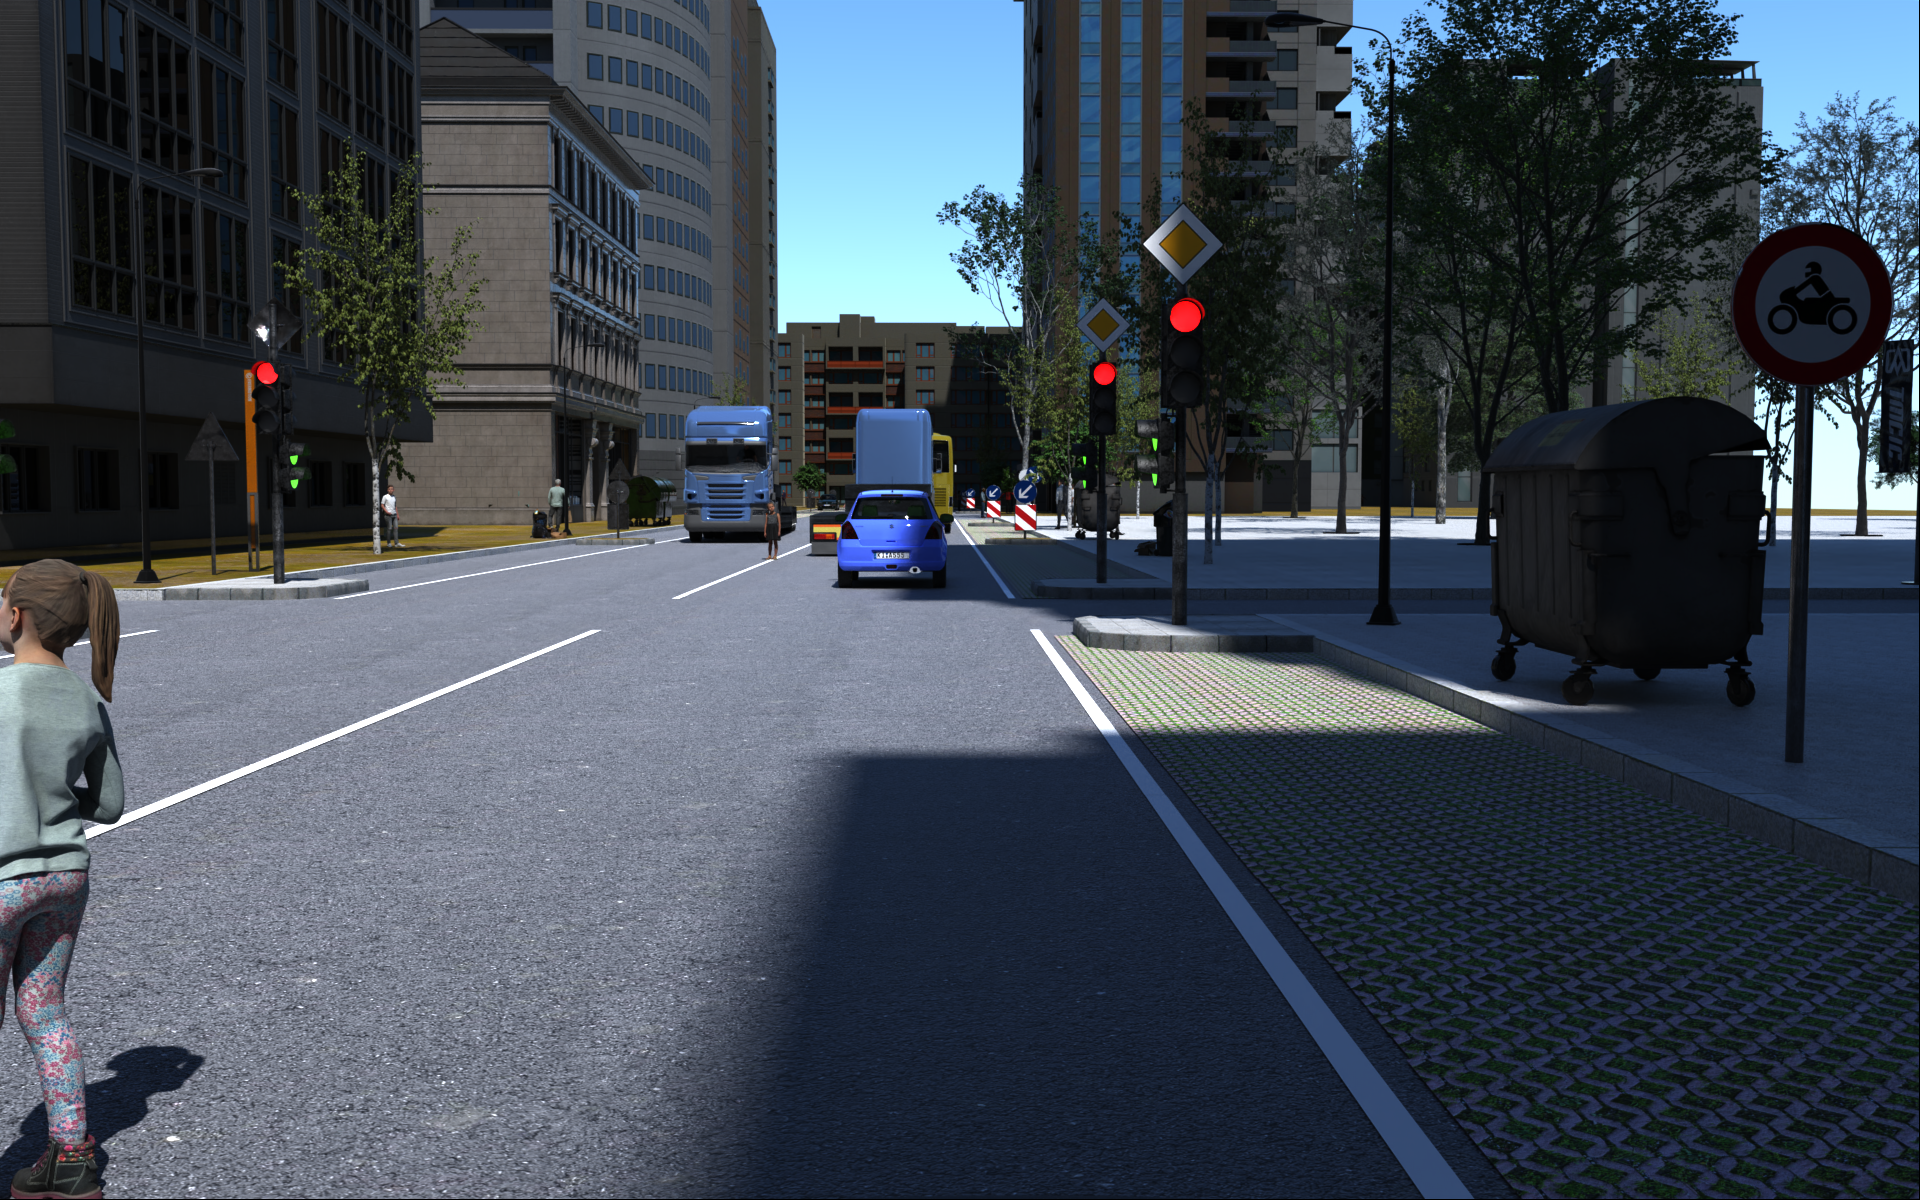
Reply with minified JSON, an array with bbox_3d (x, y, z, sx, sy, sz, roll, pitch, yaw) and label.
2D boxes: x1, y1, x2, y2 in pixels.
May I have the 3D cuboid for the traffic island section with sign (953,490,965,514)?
[{"bbox_3d":[0.661,-7.224,126.733,1.989,1.847,2.006,0,4,-1],"label":"traffic island section with sign"}]

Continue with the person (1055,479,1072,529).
[{"bbox_3d":[3.763,-3.467,62.821,0.679,1.850,0.850,-2,4,-34],"label":"person"}]

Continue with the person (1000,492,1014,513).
[{"bbox_3d":[3.267,-6.763,116.563,1.348,1.831,0.705,1,4,22],"label":"person"}]

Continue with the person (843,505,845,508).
[{"bbox_3d":[-4.743,-3.937,73.536,0.598,1.740,0.731,2,4,27],"label":"person"}]

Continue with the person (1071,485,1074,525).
[{"bbox_3d":[4.370,-3.843,69.447,0.524,1.755,0.480,-1,4,-9],"label":"person"}]

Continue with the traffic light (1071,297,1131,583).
[{"bbox_3d":[2.024,-2.199,24.874,0.839,4.253,0.868,0,4,-1],"label":"traffic light"}]

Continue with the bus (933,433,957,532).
[{"bbox_3d":[-1.535,-4.679,68.053,2.896,3.916,12.252,0,4,0],"label":"bus"}]

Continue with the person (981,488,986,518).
[{"bbox_3d":[1.405,-5.807,103.521,0.705,1.814,1.350,0,4,3],"label":"person"}]

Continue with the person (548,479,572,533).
[{"bbox_3d":[-13.071,-3.059,56.549,0.782,1.767,0.515,-1,4,-11],"label":"person"}]

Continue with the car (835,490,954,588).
[{"bbox_3d":[-1.060,-1.113,27.785,1.945,1.707,3.694,0,4,-1],"label":"car"}]

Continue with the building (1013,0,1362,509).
[{"bbox_3d":[19.802,-34.806,158.318,28.713,52.752,27.495,0,4,-1],"label":"building"}]

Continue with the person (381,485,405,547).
[{"bbox_3d":[-13.748,-2.036,41.919,0.523,1.515,0.503,0,4,-1],"label":"person"}]

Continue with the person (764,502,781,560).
[{"bbox_3d":[-4.073,-1.497,37.643,0.362,1.253,0.373,1,4,15],"label":"person"}]

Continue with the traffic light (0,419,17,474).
[{"bbox_3d":[-9.625,-1.700,16.711,0.839,4.253,0.868,0,4,-1],"label":"traffic light"}]

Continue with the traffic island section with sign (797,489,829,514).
[{"bbox_3d":[-10.859,-7.218,126.641,1.989,1.847,2.006,0,4,-1],"label":"traffic island section with sign"}]

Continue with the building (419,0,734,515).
[{"bbox_3d":[-27.116,-34.955,113.516,21.231,58.520,28.212,0,4,-1],"label":"building"}]

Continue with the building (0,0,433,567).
[{"bbox_3d":[-22.376,-15.014,38.983,14.314,27.812,24.014,0,4,-1],"label":"building"}]

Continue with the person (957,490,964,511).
[{"bbox_3d":[0.019,-8.233,143.828,0.721,1.735,1.217,1,4,23],"label":"person"}]

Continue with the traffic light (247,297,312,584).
[{"bbox_3d":[-9.735,-2.188,24.695,0.839,4.253,0.868,0,4,-1],"label":"traffic light"}]

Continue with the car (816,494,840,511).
[{"bbox_3d":[-11.382,-8.570,149.913,2.009,1.686,4.222,0,4,0],"label":"car"}]

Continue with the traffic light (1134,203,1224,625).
[{"bbox_3d":[2.135,-1.711,16.890,0.839,4.253,0.868,0,4,-1],"label":"traffic light"}]

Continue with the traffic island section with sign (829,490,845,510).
[{"bbox_3d":[-11.256,-8.897,154.097,1.989,1.847,2.006,0,4,-1],"label":"traffic island section with sign"}]

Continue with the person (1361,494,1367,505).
[{"bbox_3d":[42.397,-10.449,182.592,1.065,1.426,0.557,0,4,6],"label":"person"}]

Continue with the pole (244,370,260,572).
[{"bbox_3d":[-11.677,-2.124,28.564,0.158,3.312,0.155,0,3,0],"label":"pole"}]

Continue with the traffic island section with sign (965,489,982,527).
[{"bbox_3d":[1.354,-4.162,76.672,1.989,1.847,2.006,0,4,-1],"label":"traffic island section with sign"}]

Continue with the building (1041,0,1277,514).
[{"bbox_3d":[12.875,-28.560,117.064,14.600,45.320,14.200,0,4,-1],"label":"building"}]

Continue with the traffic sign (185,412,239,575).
[{"bbox_3d":[-11.828,-1.675,27.385,0.884,2.594,0.081,0,4,6],"label":"traffic sign"}]

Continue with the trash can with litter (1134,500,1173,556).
[{"bbox_3d":[4.088,-1.501,35.927,1.055,1.170,0.624,3,5,41],"label":"trash can with litter"}]

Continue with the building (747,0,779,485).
[{"bbox_3d":[-28.461,-32.867,161.085,21.600,48.544,21.300,0,4,-1],"label":"building"}]

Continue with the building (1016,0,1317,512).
[{"bbox_3d":[15.129,-42.534,133.681,20.563,71.187,20.611,0,4,-1],"label":"building"}]

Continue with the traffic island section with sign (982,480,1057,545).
[{"bbox_3d":[1.727,-2.508,49.637,1.989,1.847,2.006,0,4,-1],"label":"traffic island section with sign"}]

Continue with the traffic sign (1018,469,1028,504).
[{"bbox_3d":[3.331,-5.351,87.592,0.768,2.556,0.104,0,4,0],"label":"traffic sign"}]

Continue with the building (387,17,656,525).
[{"bbox_3d":[-21.078,-13.502,71.668,10.553,20.767,40.483,0,4,-1],"label":"building"}]

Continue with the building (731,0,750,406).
[{"bbox_3d":[-24.216,-29.706,135.806,14.600,45.320,14.200,0,4,-1],"label":"building"}]

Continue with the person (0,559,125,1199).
[{"bbox_3d":[-1.901,0.570,3.458,0.394,1.301,0.425,1,4,12],"label":"person"}]

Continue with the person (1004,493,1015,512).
[{"bbox_3d":[3.524,-7.059,122.184,0.721,1.735,1.217,-3,4,-37],"label":"person"}]

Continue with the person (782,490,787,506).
[{"bbox_3d":[-17.791,-10.262,174.751,0.530,1.710,0.541,-3,5,-40],"label":"person"}]

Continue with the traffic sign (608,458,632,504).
[{"bbox_3d":[-12.306,-3.833,62.667,0.884,2.594,0.081,0,4,5],"label":"traffic sign"}]

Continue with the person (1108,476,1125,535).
[{"bbox_3d":[4.719,-2.925,53.969,0.850,1.850,0.679,1,4,10],"label":"person"}]

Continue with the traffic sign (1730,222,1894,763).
[{"bbox_3d":[3.997,-0.496,8.221,0.768,2.556,0.104,0,4,0],"label":"traffic sign"}]

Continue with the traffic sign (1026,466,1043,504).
[{"bbox_3d":[3.384,-4.819,78.898,0.768,2.556,0.104,0,4,1],"label":"traffic sign"}]

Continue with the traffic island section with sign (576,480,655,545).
[{"bbox_3d":[-9.790,-2.496,49.435,1.989,1.847,2.006,0,4,-1],"label":"traffic island section with sign"}]
